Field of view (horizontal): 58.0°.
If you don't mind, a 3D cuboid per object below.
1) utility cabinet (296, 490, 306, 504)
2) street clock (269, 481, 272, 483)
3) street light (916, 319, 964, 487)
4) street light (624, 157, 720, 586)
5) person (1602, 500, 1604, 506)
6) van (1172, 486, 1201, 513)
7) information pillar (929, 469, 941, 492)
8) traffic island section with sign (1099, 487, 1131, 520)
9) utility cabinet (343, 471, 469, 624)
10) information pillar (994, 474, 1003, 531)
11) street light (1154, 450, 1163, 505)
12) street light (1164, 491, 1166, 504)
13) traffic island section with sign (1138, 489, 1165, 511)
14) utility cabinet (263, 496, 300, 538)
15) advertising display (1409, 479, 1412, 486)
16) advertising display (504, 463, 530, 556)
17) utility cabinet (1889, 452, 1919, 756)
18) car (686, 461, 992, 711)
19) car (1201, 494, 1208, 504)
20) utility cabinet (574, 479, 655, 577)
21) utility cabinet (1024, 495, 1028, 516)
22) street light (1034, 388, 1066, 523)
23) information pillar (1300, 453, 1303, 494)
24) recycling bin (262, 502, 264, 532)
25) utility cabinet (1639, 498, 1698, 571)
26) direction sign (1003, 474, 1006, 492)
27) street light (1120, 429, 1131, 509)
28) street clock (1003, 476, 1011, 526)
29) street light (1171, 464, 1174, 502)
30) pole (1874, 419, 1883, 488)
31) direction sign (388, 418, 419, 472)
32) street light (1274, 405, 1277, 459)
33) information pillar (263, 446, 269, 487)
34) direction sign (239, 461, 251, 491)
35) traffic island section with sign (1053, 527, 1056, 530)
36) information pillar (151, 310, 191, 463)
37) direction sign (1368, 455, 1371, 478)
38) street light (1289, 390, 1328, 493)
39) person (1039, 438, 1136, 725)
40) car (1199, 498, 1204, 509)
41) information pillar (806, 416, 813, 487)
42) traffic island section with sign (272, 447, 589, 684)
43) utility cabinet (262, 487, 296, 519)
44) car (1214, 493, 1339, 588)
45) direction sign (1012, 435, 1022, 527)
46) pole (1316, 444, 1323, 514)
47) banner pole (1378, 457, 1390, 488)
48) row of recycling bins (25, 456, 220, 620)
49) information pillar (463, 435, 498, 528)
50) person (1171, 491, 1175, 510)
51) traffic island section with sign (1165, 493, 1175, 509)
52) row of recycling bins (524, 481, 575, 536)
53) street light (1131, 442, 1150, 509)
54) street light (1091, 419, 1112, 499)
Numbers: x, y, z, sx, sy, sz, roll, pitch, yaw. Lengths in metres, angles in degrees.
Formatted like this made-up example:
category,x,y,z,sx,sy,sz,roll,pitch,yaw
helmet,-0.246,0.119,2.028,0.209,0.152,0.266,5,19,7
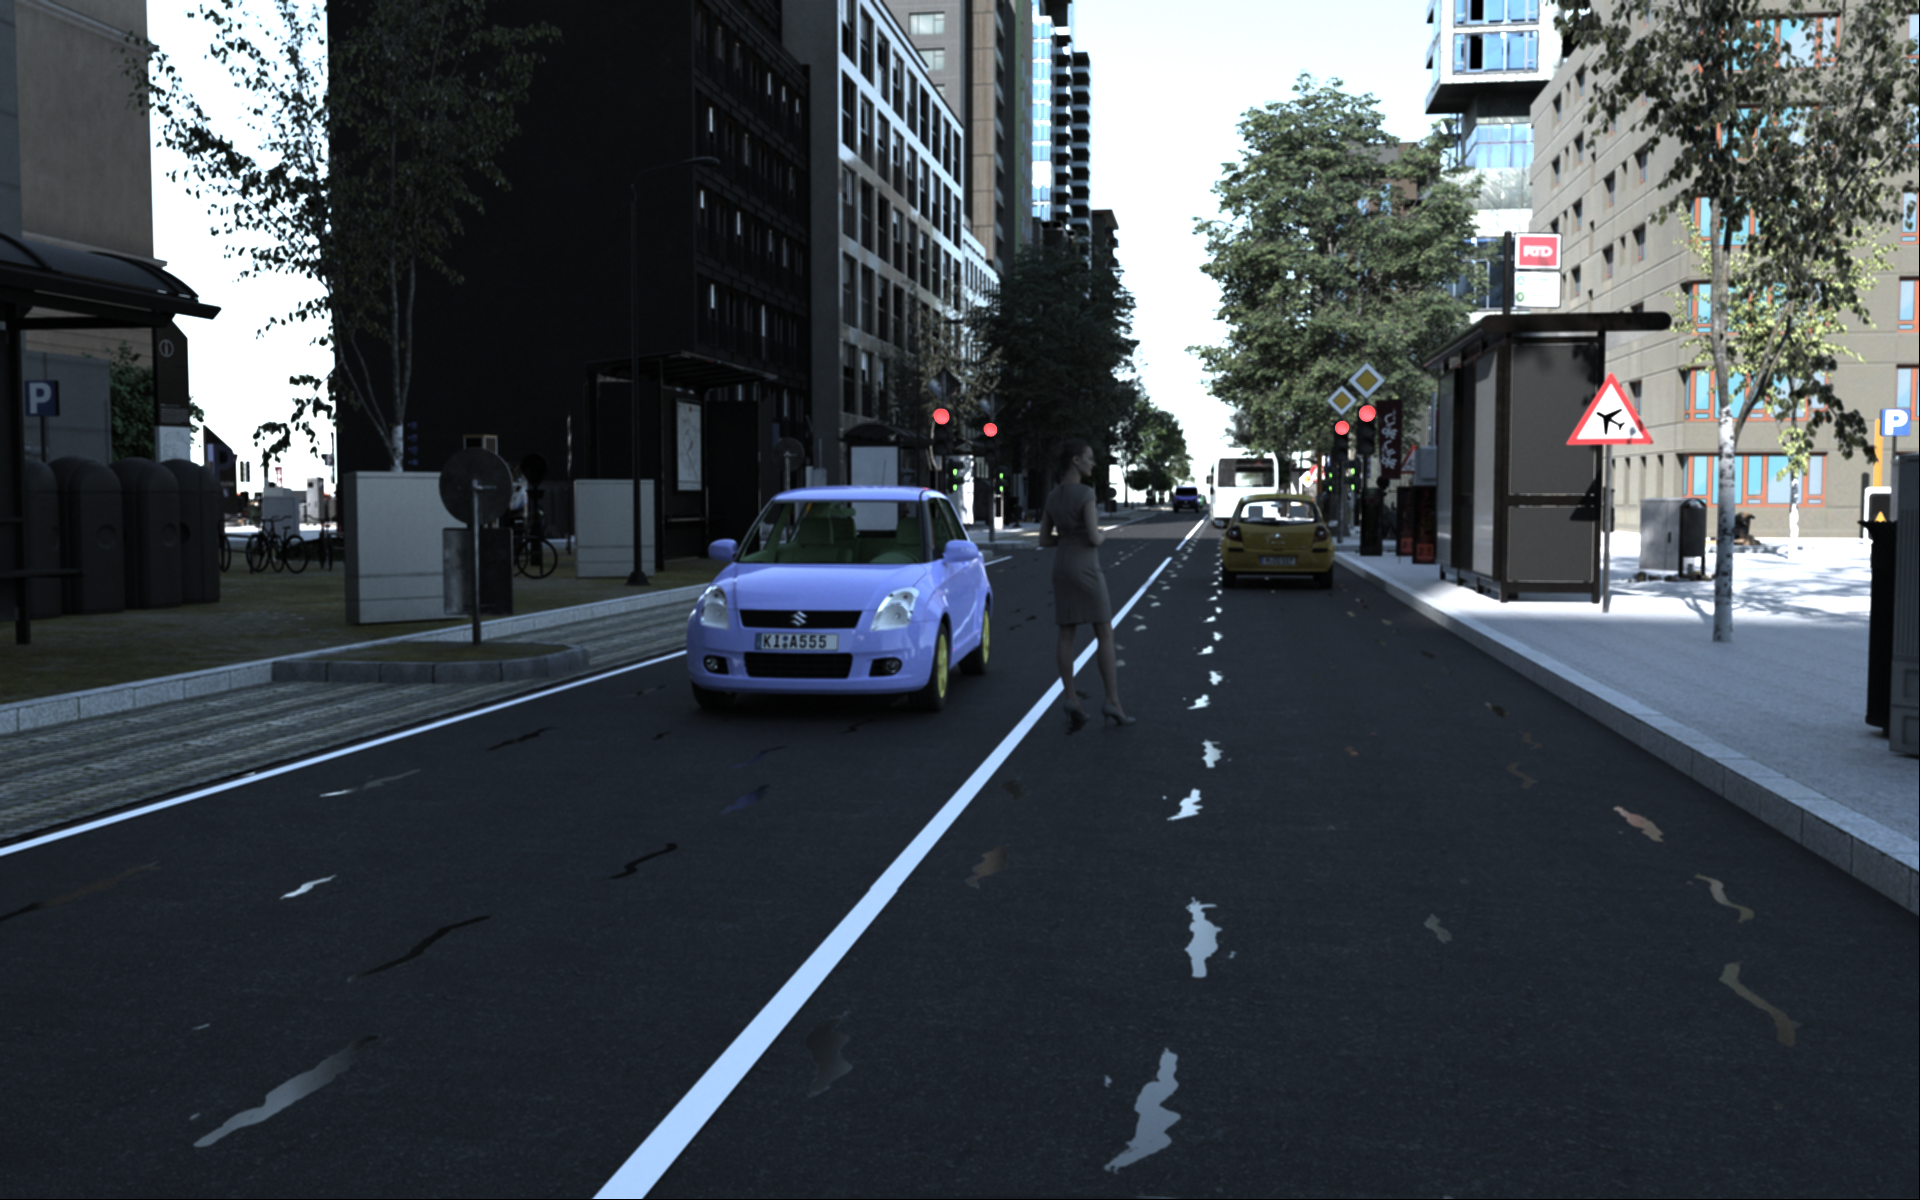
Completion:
category,x,y,z,sx,sy,sz,roll,pitch,yaw
utility cabinet,-36.187,-5.239,94.332,0.318,1.500,1.173,2,4,25
street clock,-39.522,-5.803,99.451,0.471,2.002,0.358,-3,5,-40
street light,-0.591,-4.509,46.255,1.470,5.913,1.316,1,4,9
street light,-4.002,-3.154,24.114,1.470,5.913,1.316,1,4,9
person,15.222,-2.021,41.725,0.537,1.800,0.526,1,4,14
van,17.583,-7.941,134.223,2.240,2.365,5.245,1,4,9
information pillar,-0.717,-2.887,51.698,0.304,2.012,0.304,3,5,41
traffic island section with sign,8.393,-5.318,95.569,1.989,1.847,2.006,1,4,9
utility cabinet,-5.543,-0.530,17.338,1.173,1.500,0.318,-3,5,-45
information pillar,1.339,-3.437,60.691,0.304,2.012,0.304,0,4,-2
street light,20.296,-12.811,181.998,1.470,5.913,1.316,1,4,9
street light,23.544,-14.164,204.130,1.470,5.913,1.316,1,4,9
traffic island section with sign,15.830,-8.286,144.110,1.989,1.847,2.006,1,4,9
utility cabinet,-19.990,-2.439,51.041,1.020,1.237,0.306,1,4,12
advertising display,19.235,-4.138,72.862,0.123,1.923,0.974,-2,4,-24
advertising display,-9.231,-1.887,36.061,0.123,1.923,0.974,1,4,11
utility cabinet,4.905,0.043,7.971,0.318,1.500,1.173,-1,4,-22
car,-0.776,-0.186,12.635,1.945,1.707,3.694,0,4,8
car,34.474,-14.568,247.973,2.009,1.686,4.222,0,4,7
utility cabinet,-5.292,-1.092,26.530,1.173,1.500,0.318,-1,4,-18
utility cabinet,4.283,-5.548,101.872,1.020,1.237,0.306,3,4,37
street light,3.934,-6.325,75.952,1.470,5.913,1.316,1,4,9
information pillar,18.063,-6.139,91.732,0.183,3.616,0.504,1,4,17
recycling bin,-23.163,-2.820,58.662,0.722,1.027,0.722,0,4,-7
utility cabinet,11.974,-1.110,29.315,0.306,1.237,1.020,-1,4,-21
direction sign,3.111,-7.941,121.825,0.379,3.537,0.876,1,4,18
street light,11.048,-9.137,121.926,1.470,5.913,1.316,1,4,9
street clock,1.909,-4.019,70.274,0.358,2.002,0.471,0,4,7
street light,28.199,-15.980,233.807,1.470,5.913,1.316,1,4,9
pole,25.107,-3.274,47.375,0.158,3.312,0.155,0,3,0
direction sign,-16.630,-3.658,51.799,0.876,3.537,0.379,0,4,-6
street light,16.478,-7.134,89.189,1.470,5.913,1.316,1,4,9
information pillar,-34.146,-5.742,85.240,0.183,3.616,0.504,0,4,1
direction sign,-48.552,-7.687,117.679,0.379,3.537,0.876,2,4,25
traffic island section with sign,4.267,-3.673,68.688,1.989,1.847,2.006,1,4,9
information pillar,-9.683,-1.831,21.291,0.183,3.616,0.504,2,4,24
direction sign,20.069,-5.715,85.434,0.379,3.537,0.876,0,4,-8
street light,12.031,-5.316,59.462,1.470,5.913,1.316,1,4,9
person,0.793,-0.125,10.886,0.374,1.781,0.599,-3,5,-40
car,22.086,-9.495,164.036,1.959,1.807,4.718,0,4,8
information pillar,-4.488,-3.685,51.608,0.183,3.616,0.504,-1,4,-21
traffic island section with sign,-4.119,-0.327,13.973,1.989,1.847,2.006,1,4,9
utility cabinet,-21.882,-2.868,55.566,1.173,1.500,0.318,3,4,36
car,5.077,-1.076,27.811,2.015,1.641,3.980,1,4,10
direction sign,2.193,-4.565,66.640,0.379,3.537,0.876,-1,4,-20
pole,13.773,-4.436,66.364,0.158,3.312,0.155,0,3,0
banner pole,19.158,-5.412,78.504,0.401,3.779,0.863,-3,4,-37
row of recycling bins,-9.445,-0.737,19.158,1.069,1.692,3.534,1,4,12
information pillar,-5.979,-1.049,21.646,0.304,2.012,0.304,1,4,18
person,18.867,-8.800,153.323,0.756,1.711,0.436,-3,4,-36
traffic island section with sign,19.943,-9.923,170.864,1.989,1.847,2.006,1,4,9
row of recycling bins,-12.501,-2.831,53.392,1.069,1.692,3.534,0,4,6
street light,15.730,-10.995,152.307,1.470,5.913,1.316,1,4,9
street light,8.462,-8.141,105.649,1.470,5.913,1.316,1,4,9
